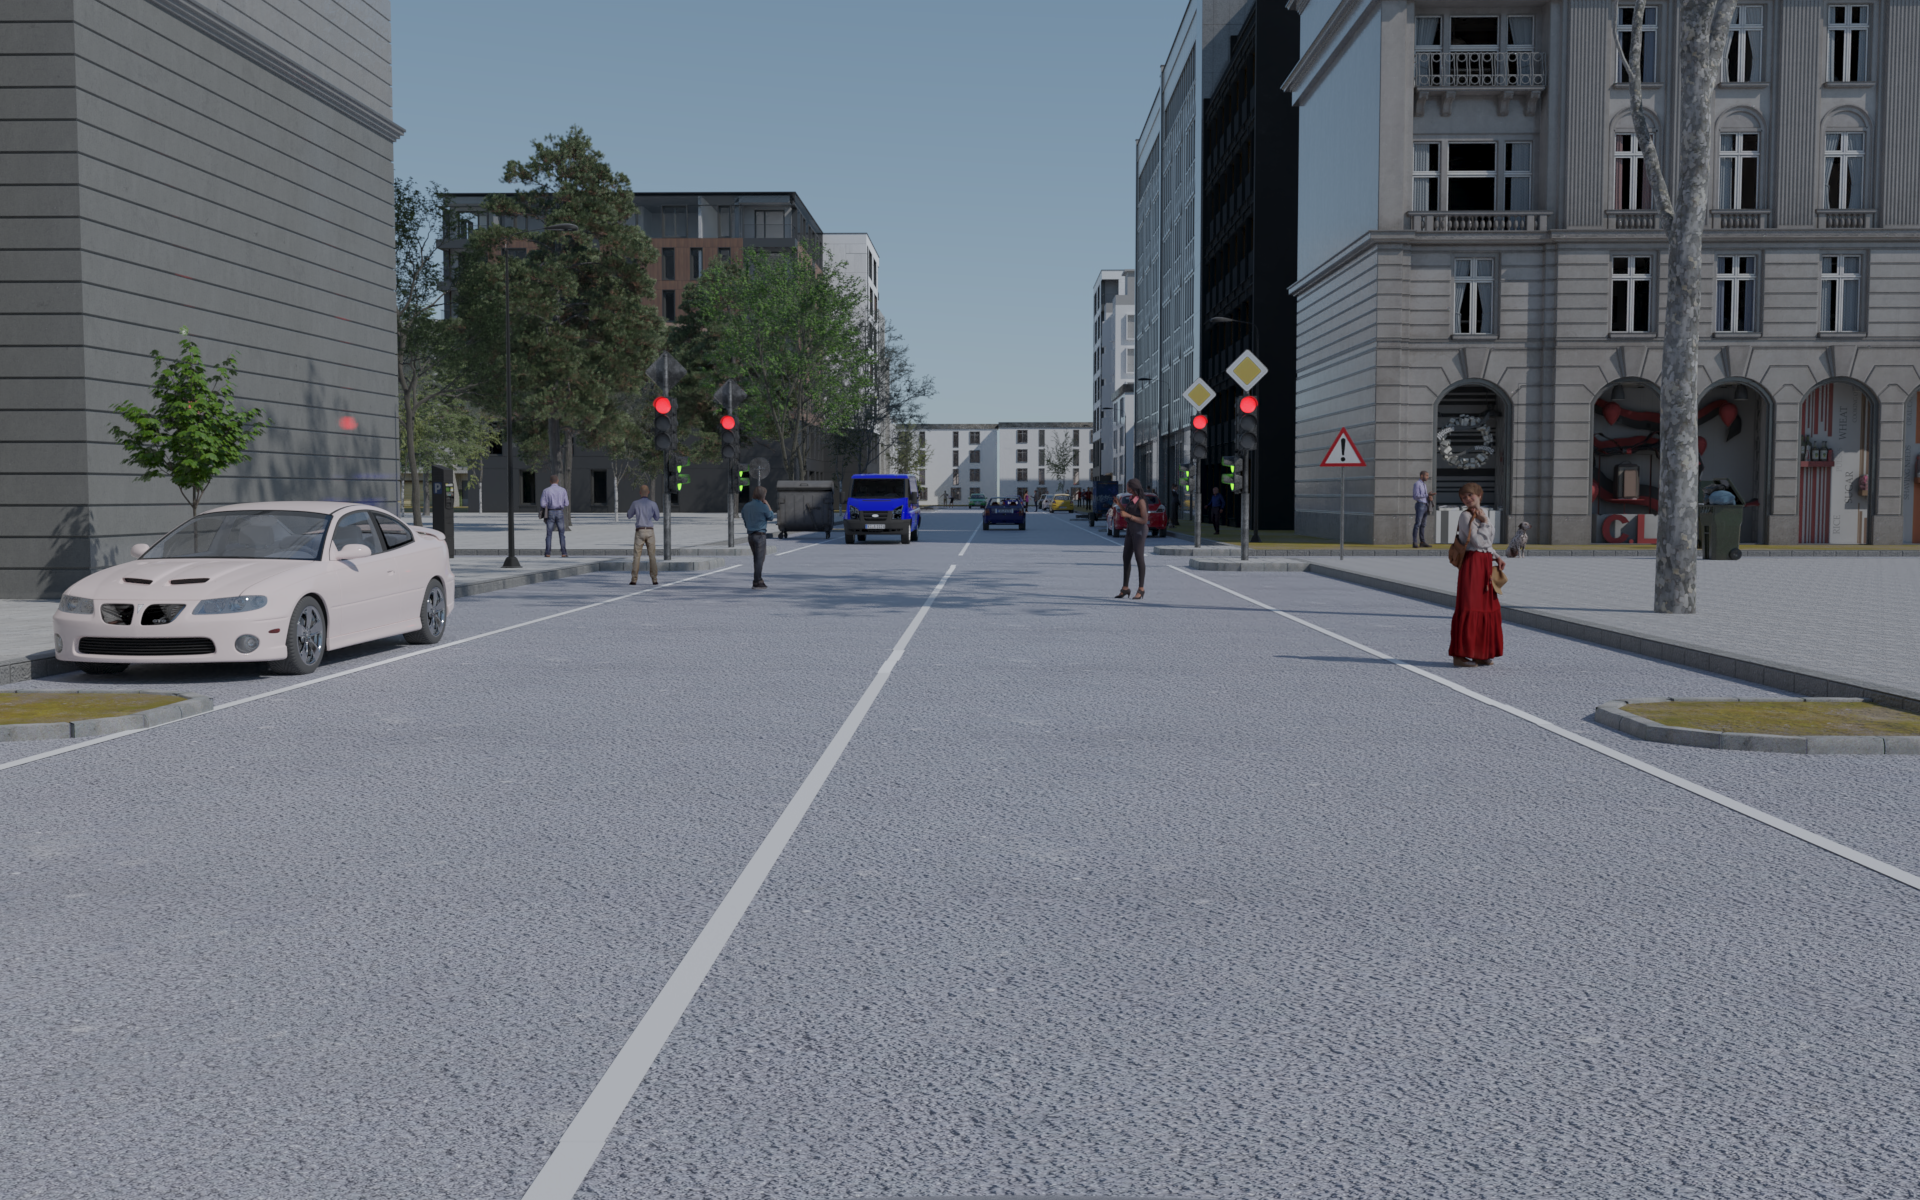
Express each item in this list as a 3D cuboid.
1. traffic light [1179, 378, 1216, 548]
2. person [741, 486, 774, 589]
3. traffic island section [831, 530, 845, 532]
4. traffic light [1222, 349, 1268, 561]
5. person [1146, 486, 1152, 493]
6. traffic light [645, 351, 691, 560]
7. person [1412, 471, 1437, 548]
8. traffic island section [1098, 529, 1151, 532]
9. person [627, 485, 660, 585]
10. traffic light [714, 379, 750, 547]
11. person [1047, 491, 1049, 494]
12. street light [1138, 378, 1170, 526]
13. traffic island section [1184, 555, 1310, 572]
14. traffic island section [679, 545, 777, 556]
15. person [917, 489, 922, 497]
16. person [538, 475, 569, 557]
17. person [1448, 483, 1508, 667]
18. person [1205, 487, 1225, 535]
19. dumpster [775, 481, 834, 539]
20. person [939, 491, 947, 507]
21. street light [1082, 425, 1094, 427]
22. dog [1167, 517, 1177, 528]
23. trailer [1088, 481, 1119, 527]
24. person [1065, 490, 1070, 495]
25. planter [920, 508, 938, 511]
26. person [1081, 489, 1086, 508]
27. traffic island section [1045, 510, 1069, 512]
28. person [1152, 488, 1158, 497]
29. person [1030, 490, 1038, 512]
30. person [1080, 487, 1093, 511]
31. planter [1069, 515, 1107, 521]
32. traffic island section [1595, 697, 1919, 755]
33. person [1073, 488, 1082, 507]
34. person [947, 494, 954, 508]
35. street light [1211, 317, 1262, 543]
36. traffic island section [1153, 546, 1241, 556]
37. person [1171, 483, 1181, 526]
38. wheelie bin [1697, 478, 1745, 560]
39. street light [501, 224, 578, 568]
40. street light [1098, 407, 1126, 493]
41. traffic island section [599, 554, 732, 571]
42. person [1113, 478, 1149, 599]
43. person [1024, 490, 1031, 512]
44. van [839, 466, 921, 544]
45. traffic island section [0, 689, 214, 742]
[{"bbox_3d":[5.666,-3.186,41.335,0.839,4.213,0.868,0,4,1],"label":"traffic light"},{"bbox_3d":[-3.048,-0.941,26.105,0.429,1.552,0.499,-2,4,-26],"label":"person"},{"bbox_3d":[-4.644,-2.659,66.347,1.991,0.108,1.994,0,4,1],"label":"traffic island section"},{"bbox_3d":[5.481,-2.698,33.352,0.839,4.213,0.868,0,4,1],"label":"traffic light"},{"bbox_3d":[10.564,-5.545,97.232,0.617,1.759,0.750,0,4,7],"label":"person"},{"bbox_3d":[-5.677,-2.712,33.593,0.839,4.213,0.868,0,4,1],"label":"traffic light"},{"bbox_3d":[11.079,-2.155,41.154,0.599,1.838,0.709,3,4,37],"label":"person"},{"bbox_3d":[6.278,-2.645,66.105,1.991,0.108,1.994,0,4,1],"label":"traffic island section"},{"bbox_3d":[-4.995,-1.025,27.325,0.516,1.574,0.319,-1,4,-11],"label":"person"},{"bbox_3d":[-5.493,-3.201,41.576,0.839,4.213,0.868,0,4,1],"label":"traffic light"},{"bbox_3d":[9.272,-10.593,182.245,0.990,1.755,0.434,0,4,-6],"label":"person"},{"bbox_3d":[7.797,-5.914,69.236,1.470,5.913,1.316,0,4,1],"label":"street light"},{"bbox_3d":[5.521,-0.684,33.463,2.009,0.180,2.903,0,4,1],"label":"traffic island section"},{"bbox_3d":[-5.532,-1.188,41.710,2.009,0.180,2.903,0,4,1],"label":"traffic island section"},{"bbox_3d":[-4.165,-10.374,176.189,0.750,1.759,0.617,0,4,6],"label":"person"},{"bbox_3d":[-8.683,-1.759,37.136,0.709,1.838,0.599,-1,4,-15],"label":"person"},{"bbox_3d":[4.281,-0.208,14.363,0.523,1.526,0.387,-3,5,-41],"label":"person"},{"bbox_3d":[8.044,-2.824,54.909,0.600,1.496,0.574,-1,4,-11],"label":"person"},{"bbox_3d":[-4.944,-2.891,55.483,1.865,1.857,1.264,0,3,0],"label":"dumpster"},{"bbox_3d":[-1.649,-11.357,194.191,1.348,1.824,0.705,0,4,5],"label":"person"},{"bbox_3d":[8.902,-8.800,116.423,1.470,5.913,1.316,0,4,1],"label":"street light"},{"bbox_3d":[8.020,-2.904,65.211,0.748,0.427,0.550,-3,4,-36],"label":"dog"},{"bbox_3d":[6.410,-4.269,76.850,1.471,1.999,3.904,0,4,1],"label":"trailer"},{"bbox_3d":[10.186,-9.599,163.789,0.445,1.727,0.742,1,4,18],"label":"person"},{"bbox_3d":[-2.843,-7.484,143.505,1.991,0.319,1.994,0,4,1],"label":"planter"},{"bbox_3d":[11.418,-9.255,157.816,0.683,1.767,0.568,0,4,-7],"label":"person"},{"bbox_3d":[8.049,-7.362,143.240,1.991,0.108,1.994,0,4,1],"label":"traffic island section"},{"bbox_3d":[9.103,-4.494,81.791,0.482,1.546,0.388,0,4,-6],"label":"person"},{"bbox_3d":[5.975,-8.027,140.269,0.750,1.759,0.617,0,4,8],"label":"person"},{"bbox_3d":[9.858,-7.756,132.809,1.348,1.831,0.705,0,4,5],"label":"person"},{"bbox_3d":[6.914,-4.427,93.516,1.991,0.319,1.994,0,4,1],"label":"planter"},{"bbox_3d":[4.988,0.755,10.517,1.991,0.108,1.994,0,4,1],"label":"traffic island section"},{"bbox_3d":[11.698,-10.005,169.561,1.348,1.831,0.705,1,4,8],"label":"person"},{"bbox_3d":[-1.027,-10.161,177.817,0.799,1.438,0.628,0,4,4],"label":"person"},{"bbox_3d":[7.281,-4.471,45.645,1.470,5.913,1.316,0,4,1],"label":"street light"},{"bbox_3d":[5.706,-1.172,41.446,2.009,0.180,2.903,0,4,1],"label":"traffic island section"},{"bbox_3d":[8.775,-3.888,70.412,0.445,1.727,0.742,0,4,6],"label":"person"},{"bbox_3d":[14.832,-1.580,33.747,0.693,1.594,0.980,0,4,-1],"label":"wheelie bin"},{"bbox_3d":[-7.254,-3.509,29.913,1.470,5.913,1.316,0,4,1],"label":"street light"},{"bbox_3d":[8.309,-7.357,92.827,1.470,5.913,1.316,0,4,1],"label":"street light"},{"bbox_3d":[-5.717,-0.700,33.727,2.009,0.180,2.903,0,4,1],"label":"traffic island section"},{"bbox_3d":[2.312,-0.835,23.630,0.593,1.643,0.415,2,4,31],"label":"person"},{"bbox_3d":[5.320,-7.768,136.195,0.721,1.739,1.217,2,4,28],"label":"person"},{"bbox_3d":[-2.280,-2.872,51.343,2.240,2.365,5.245,0,4,2],"label":"van"},{"bbox_3d":[-5.934,0.727,10.979,1.991,0.108,1.994,0,4,1],"label":"traffic island section"}]
